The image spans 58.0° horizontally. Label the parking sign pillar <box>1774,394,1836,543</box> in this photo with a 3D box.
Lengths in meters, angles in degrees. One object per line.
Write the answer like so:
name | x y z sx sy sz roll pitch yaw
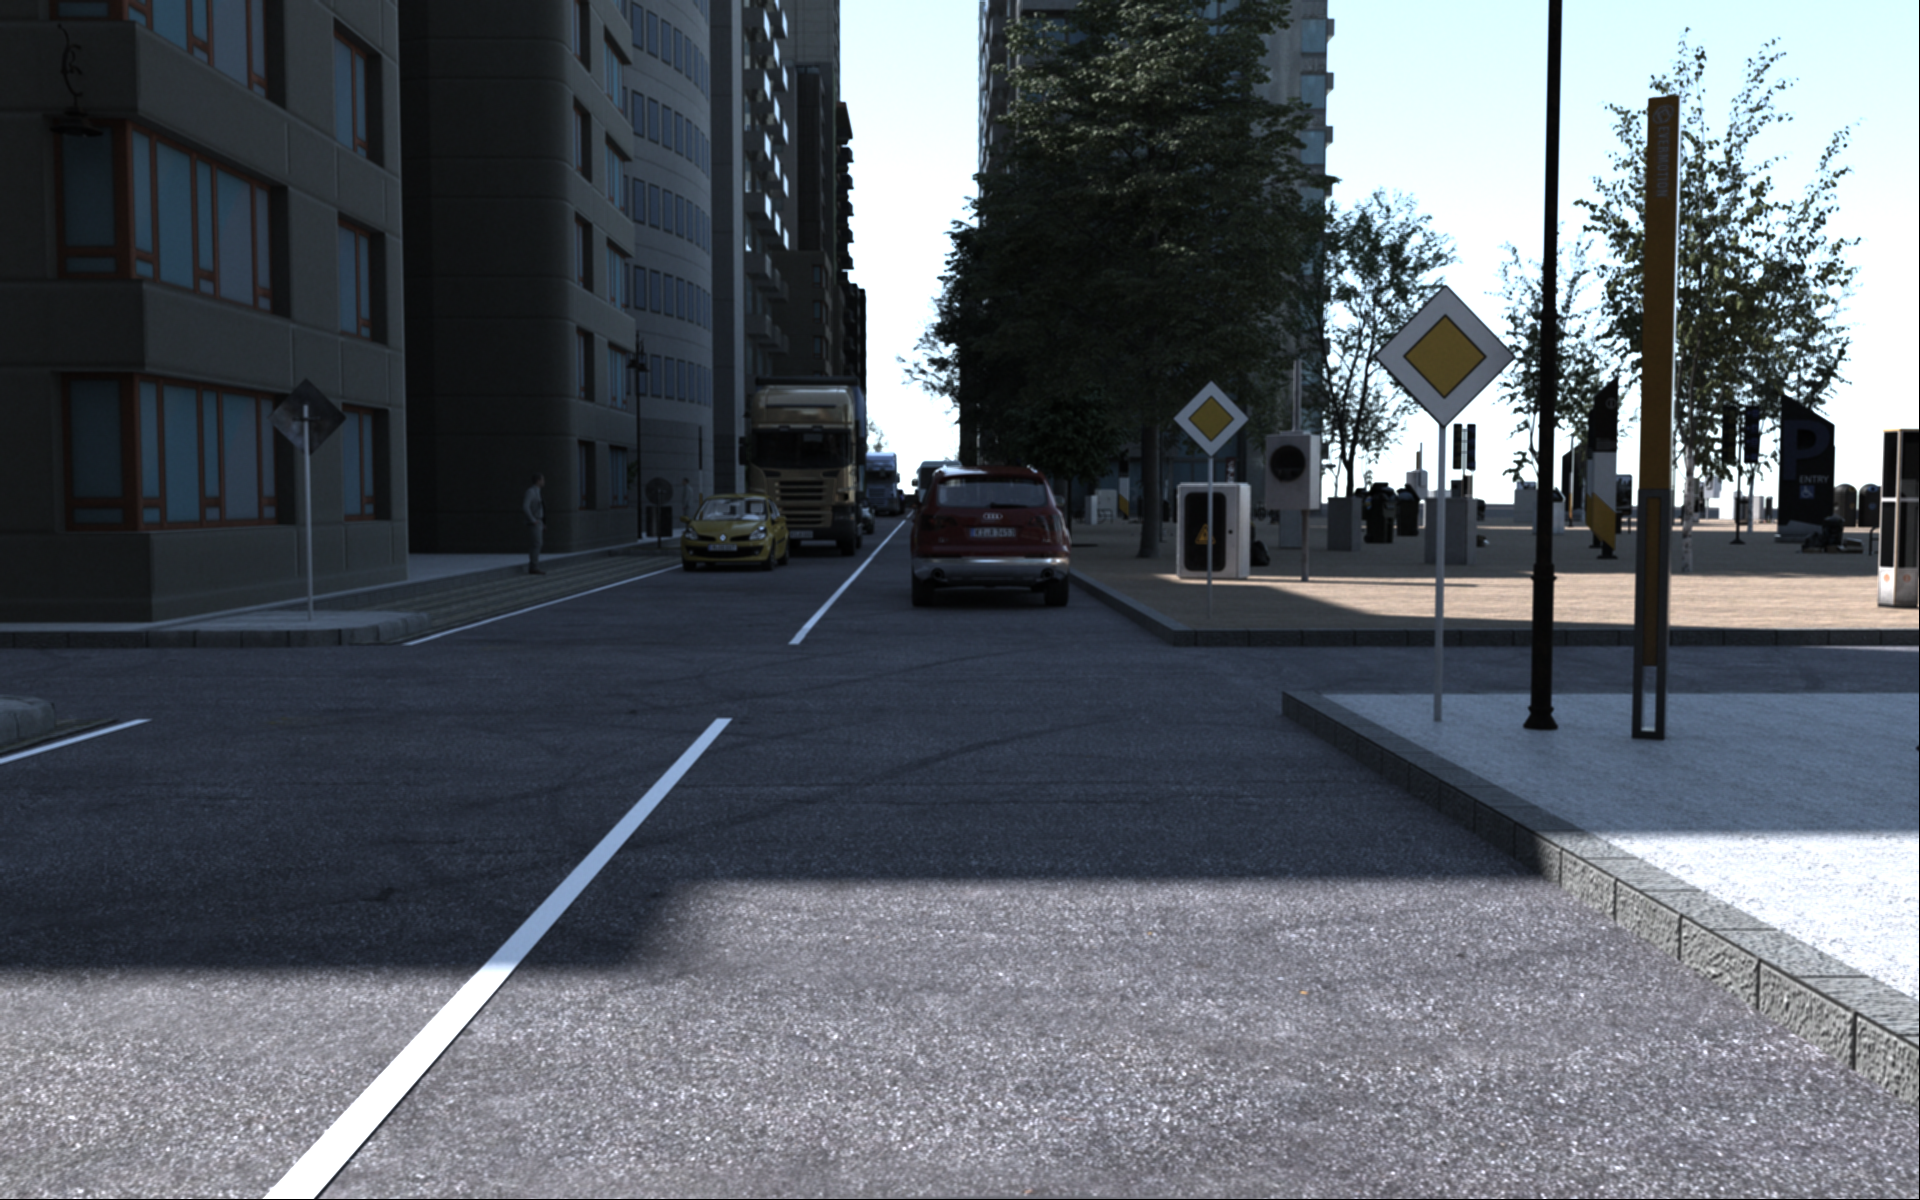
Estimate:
parking sign pillar | 22.248 -3.488 45.507 1.447 3.967 1.447 1 4 21

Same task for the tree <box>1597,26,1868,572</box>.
tree | 12.167 -4.756 28.127 4.737 8.622 4.395 0 3 0

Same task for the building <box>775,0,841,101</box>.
building | -22.900 -47.427 213.678 20.563 71.187 20.611 0 4 -1

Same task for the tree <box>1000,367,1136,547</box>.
tree | 2.779 -3.607 42.685 4.285 4.588 4.351 0 3 0

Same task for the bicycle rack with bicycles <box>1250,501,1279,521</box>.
bicycle rack with bicycles | 15.178 -4.320 84.014 2.925 0.926 2.852 -2 4 -35

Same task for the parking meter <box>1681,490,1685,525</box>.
parking meter | 30.247 -3.896 72.113 0.372 1.533 0.369 0 3 0

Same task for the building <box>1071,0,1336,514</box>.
building | 13.041 -30.742 122.240 23.786 49.044 30.456 0 4 -1

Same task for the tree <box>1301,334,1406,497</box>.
tree | 16.998 -7.787 77.688 4.360 8.622 3.978 0 3 0

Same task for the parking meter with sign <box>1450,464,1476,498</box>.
parking meter with sign | 26.378 -5.839 91.724 0.543 3.016 1.738 -3 5 -45

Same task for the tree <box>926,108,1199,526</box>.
tree | 3.229 -9.175 56.669 9.857 13.997 8.962 0 3 0

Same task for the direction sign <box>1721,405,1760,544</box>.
direction sign | 19.951 -3.201 44.338 0.876 3.537 0.379 2 4 26

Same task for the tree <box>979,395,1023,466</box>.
tree | 3.083 -8.885 95.639 4.737 8.622 4.395 0 3 0

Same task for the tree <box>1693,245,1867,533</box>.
tree | 24.998 -6.209 51.872 4.360 8.622 3.978 0 3 0

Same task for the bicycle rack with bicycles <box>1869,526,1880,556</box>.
bicycle rack with bicycles | 19.980 -1.326 35.069 2.925 0.926 2.852 0 4 5

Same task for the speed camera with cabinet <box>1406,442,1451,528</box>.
speed camera with cabinet | 17.907 -4.394 66.185 2.038 3.252 0.660 -2 4 -35

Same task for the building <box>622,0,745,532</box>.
building | -20.420 -32.061 66.194 21.231 58.520 28.212 0 4 -1

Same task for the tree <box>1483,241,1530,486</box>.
tree | 16.236 -5.962 47.844 4.737 8.622 4.395 0 3 0

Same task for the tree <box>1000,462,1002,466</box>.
tree | 2.475 -6.749 104.952 1.663 3.219 1.824 0 3 0

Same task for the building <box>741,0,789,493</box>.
building | -22.420 -29.804 106.901 23.786 49.044 30.456 0 4 -1

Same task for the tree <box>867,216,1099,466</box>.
tree | 2.040 -10.136 76.099 12.009 13.543 11.850 0 3 0

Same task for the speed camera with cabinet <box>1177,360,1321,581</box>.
speed camera with cabinet | 4.290 -1.925 25.809 2.038 3.252 0.660 2 4 27

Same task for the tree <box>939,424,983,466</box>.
tree | 0.300 -13.869 177.122 4.360 8.622 3.978 0 3 0

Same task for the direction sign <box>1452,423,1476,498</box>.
direction sign | 16.150 -3.885 55.520 0.876 3.537 0.379 -1 4 -22

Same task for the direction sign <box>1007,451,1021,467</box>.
direction sign | 2.140 -4.671 68.368 0.379 3.537 0.876 -3 4 -36

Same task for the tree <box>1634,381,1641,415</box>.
tree | 27.435 -7.017 65.092 4.360 8.622 3.978 0 3 0

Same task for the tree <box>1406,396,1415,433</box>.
tree | 21.686 -8.628 91.428 4.360 8.622 3.978 0 3 0

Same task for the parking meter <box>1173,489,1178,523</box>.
parking meter | 9.664 -4.186 76.851 0.372 1.533 0.369 0 3 0

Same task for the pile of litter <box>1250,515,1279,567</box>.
pile of litter | 4.820 -1.032 30.838 1.719 0.858 1.176 -2 4 -29

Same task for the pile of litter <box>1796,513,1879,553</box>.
pile of litter | 19.155 -1.455 37.746 1.719 0.858 1.176 1 4 23

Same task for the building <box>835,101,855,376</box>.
building | -22.912 -32.732 189.787 22.147 44.769 28.867 0 4 -1

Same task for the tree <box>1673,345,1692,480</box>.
tree | 25.779 -6.496 56.578 4.360 8.622 3.978 0 3 0

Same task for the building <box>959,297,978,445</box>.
building | 6.877 -28.974 245.421 14.160 30.474 14.107 0 4 -1

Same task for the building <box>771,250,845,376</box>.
building | -23.638 -17.878 137.346 27.650 21.520 28.899 0 4 -1

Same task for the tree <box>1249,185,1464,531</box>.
tree | 13.406 -8.190 59.660 9.928 11.665 9.643 0 3 0

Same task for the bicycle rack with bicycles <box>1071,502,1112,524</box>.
bicycle rack with bicycles | 5.234 -3.845 76.241 2.925 0.926 2.852 -3 4 -36

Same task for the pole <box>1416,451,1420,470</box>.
pole | 21.678 -5.398 82.108 0.158 3.312 0.155 0 3 0

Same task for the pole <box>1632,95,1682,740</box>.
pole | 3.634 -0.929 9.029 0.158 3.312 0.155 0 3 0

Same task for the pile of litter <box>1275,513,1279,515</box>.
pile of litter | 13.962 -3.658 73.776 1.719 0.858 1.176 1 4 10

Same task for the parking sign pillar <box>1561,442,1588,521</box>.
parking sign pillar | 29.406 -5.759 82.632 1.447 3.967 1.447 3 5 44

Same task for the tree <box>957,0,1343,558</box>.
tree | 3.783 -7.147 34.985 7.486 12.596 7.792 0 3 0

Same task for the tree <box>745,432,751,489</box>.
tree | -9.984 -6.508 90.113 4.285 4.588 4.351 0 3 0

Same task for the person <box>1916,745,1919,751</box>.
person | 4.928 -0.138 8.072 0.755 1.850 0.659 3 4 37

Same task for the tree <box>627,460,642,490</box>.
tree | -10.202 -3.481 51.519 1.663 3.219 1.824 0 3 0

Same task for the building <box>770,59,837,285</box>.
building | -18.714 -29.086 159.150 14.154 41.232 14.086 0 4 -1

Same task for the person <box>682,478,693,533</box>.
person | -8.937 -3.097 56.784 0.391 1.810 0.635 -1 4 -9

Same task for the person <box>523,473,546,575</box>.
person | -7.566 -1.362 30.871 0.391 1.810 0.635 0 4 -7

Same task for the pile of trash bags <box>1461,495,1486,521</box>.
pile of trash bags | 24.131 -4.466 82.766 1.912 1.369 3.447 1 4 12

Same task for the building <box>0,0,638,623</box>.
building | -22.142 -11.361 30.799 27.650 21.520 28.899 0 4 -1

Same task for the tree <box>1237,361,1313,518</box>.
tree | 16.283 -8.590 90.816 4.737 8.622 4.395 0 3 0

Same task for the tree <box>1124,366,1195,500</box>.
tree | 10.603 -8.565 90.397 4.360 8.622 3.978 0 3 0

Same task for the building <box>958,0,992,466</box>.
building | 11.175 -55.565 221.159 22.319 86.520 31.000 0 4 -1

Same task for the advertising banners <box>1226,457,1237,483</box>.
advertising banners | 11.985 -5.211 81.381 2.074 3.025 0.090 -1 4 -9

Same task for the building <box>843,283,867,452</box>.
building | -19.802 -28.250 233.581 14.160 30.474 14.107 0 4 -1

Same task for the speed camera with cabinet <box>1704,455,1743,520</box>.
speed camera with cabinet | 37.926 -5.608 86.031 0.660 3.252 2.038 -1 4 -20

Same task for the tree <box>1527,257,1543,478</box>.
tree | 15.214 -5.294 36.918 4.737 8.622 4.395 0 3 0
